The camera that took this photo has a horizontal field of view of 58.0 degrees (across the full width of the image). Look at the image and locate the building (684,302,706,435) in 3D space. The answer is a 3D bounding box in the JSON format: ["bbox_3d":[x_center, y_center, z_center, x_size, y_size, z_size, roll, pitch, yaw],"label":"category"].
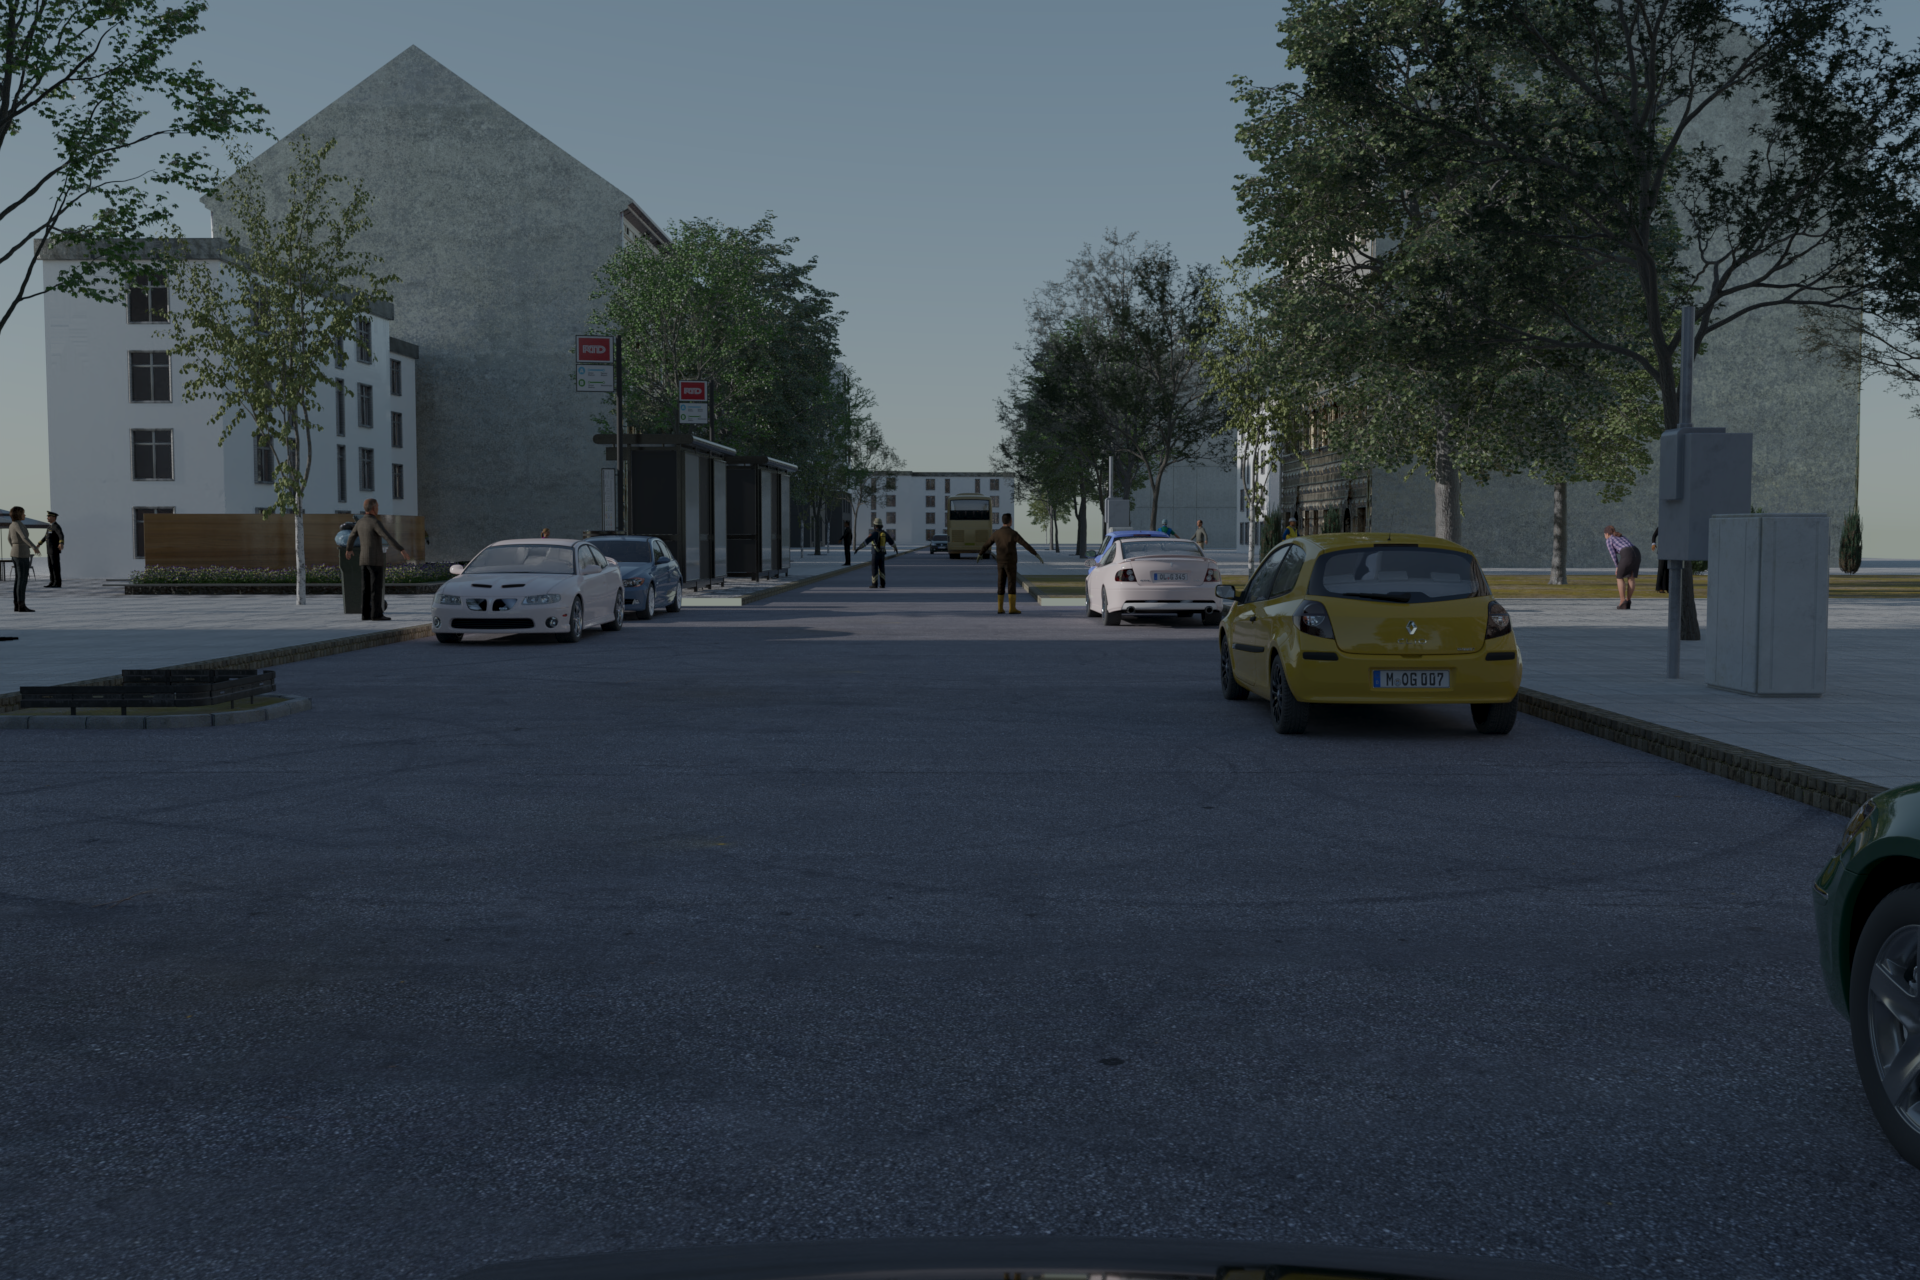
[{"bbox_3d":[-27.285,-15.058,112.649,16.747,18.905,31.486,0,4,0],"label":"building"}]

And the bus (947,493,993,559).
[{"bbox_3d":[0.580,-6.787,102.517,2.896,3.916,12.252,0,4,0],"label":"bus"}]

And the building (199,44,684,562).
[{"bbox_3d":[-24.572,-15.684,87.366,19.493,23.208,18.063,0,4,0],"label":"building"}]

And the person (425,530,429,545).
[{"bbox_3d":[-19.519,-3.462,62.367,1.354,1.858,0.705,2,4,34],"label":"person"}]

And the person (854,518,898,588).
[{"bbox_3d":[-2.176,-2.300,45.842,1.354,1.856,0.705,-2,4,-35],"label":"person"}]

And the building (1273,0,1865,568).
[{"bbox_3d":[24.731,-14.871,74.068,19.493,23.208,18.063,0,3,0],"label":"building"}]

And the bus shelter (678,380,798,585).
[{"bbox_3d":[-6.137,-4.293,47.819,2.179,5.291,8.768,0,4,2],"label":"bus shelter"}]

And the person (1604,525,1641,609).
[{"bbox_3d":[11.253,-1.238,29.512,0.421,1.427,0.697,-2,4,-27],"label":"person"}]

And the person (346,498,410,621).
[{"bbox_3d":[-8.699,-1.193,25.691,1.348,1.807,0.705,2,4,32],"label":"person"}]

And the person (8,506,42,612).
[{"bbox_3d":[-15.403,-1.332,28.540,1.215,1.744,0.721,3,5,45],"label":"person"}]

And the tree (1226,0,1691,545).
[{"bbox_3d":[9.556,-7.751,33.377,9.857,13.997,8.962,0,3,0],"label":"tree"}]

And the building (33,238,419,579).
[{"bbox_3d":[-25.161,-7.412,63.341,9.099,9.664,28.070,0,4,1],"label":"building"}]

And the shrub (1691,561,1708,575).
[{"bbox_3d":[22.723,-3.023,53.848,1.690,2.028,1.600,0,3,0],"label":"shrub"}]

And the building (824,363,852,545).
[{"bbox_3d":[-27.989,-22.043,204.380,27.936,21.610,32.646,0,4,1],"label":"building"}]

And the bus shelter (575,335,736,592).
[{"bbox_3d":[-6.603,-3.672,37.663,2.179,5.291,8.768,0,4,1],"label":"bus shelter"}]

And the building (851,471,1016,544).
[{"bbox_3d":[-6.661,-17.473,230.289,28.070,9.664,9.099,0,4,-5],"label":"building"}]

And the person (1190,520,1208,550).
[{"bbox_3d":[8.778,-3.501,63.517,0.705,1.796,1.348,-1,4,-21],"label":"person"}]

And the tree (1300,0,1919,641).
[{"bbox_3d":[8.692,-5.295,20.987,8.767,10.594,7.601,-2,4,-24],"label":"tree"}]

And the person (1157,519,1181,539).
[{"bbox_3d":[7.296,-3.399,61.700,1.347,1.817,0.704,1,4,8],"label":"person"}]

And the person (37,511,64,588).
[{"bbox_3d":[-21.669,-2.166,41.344,1.347,1.837,0.705,3,4,39],"label":"person"}]

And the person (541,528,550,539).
[{"bbox_3d":[-10.547,-2.152,44.457,0.599,1.433,0.991,1,4,23],"label":"person"}]

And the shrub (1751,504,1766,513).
[{"bbox_3d":[17.604,-2.132,38.896,1.661,2.075,1.752,0,3,0],"label":"shrub"}]

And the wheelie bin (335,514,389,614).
[{"bbox_3d":[-9.681,-1.230,28.021,0.693,1.594,0.980,0,4,0],"label":"wheelie bin"}]

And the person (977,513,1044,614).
[{"bbox_3d":[0.858,-1.375,31.076,1.346,1.812,0.704,2,4,29],"label":"person"}]

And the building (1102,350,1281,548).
[{"bbox_3d":[23.911,-18.881,175.159,16.747,18.905,31.486,0,4,1],"label":"building"}]

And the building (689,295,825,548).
[{"bbox_3d":[-28.092,-19.387,160.955,27.936,21.610,32.646,0,4,1],"label":"building"}]

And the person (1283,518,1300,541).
[{"bbox_3d":[11.145,-3.184,58.020,1.349,1.833,0.705,-3,5,-45],"label":"person"}]

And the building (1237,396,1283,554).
[{"bbox_3d":[23.291,-9.978,105.284,9.099,9.664,28.070,0,4,1],"label":"building"}]

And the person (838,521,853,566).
[{"bbox_3d":[-4.602,-3.920,70.323,0.704,1.802,1.346,1,4,18],"label":"person"}]

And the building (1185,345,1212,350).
[{"bbox_3d":[26.927,-22.882,205.056,19.493,23.208,18.063,0,4,1],"label":"building"}]

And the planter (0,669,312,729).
[{"bbox_3d":[-6.310,0.454,13.714,1.991,0.319,1.994,0,4,0],"label":"planter"}]

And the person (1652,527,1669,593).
[{"bbox_3d":[15.355,-1.887,37.571,1.216,1.740,0.721,-3,4,-36],"label":"person"}]
